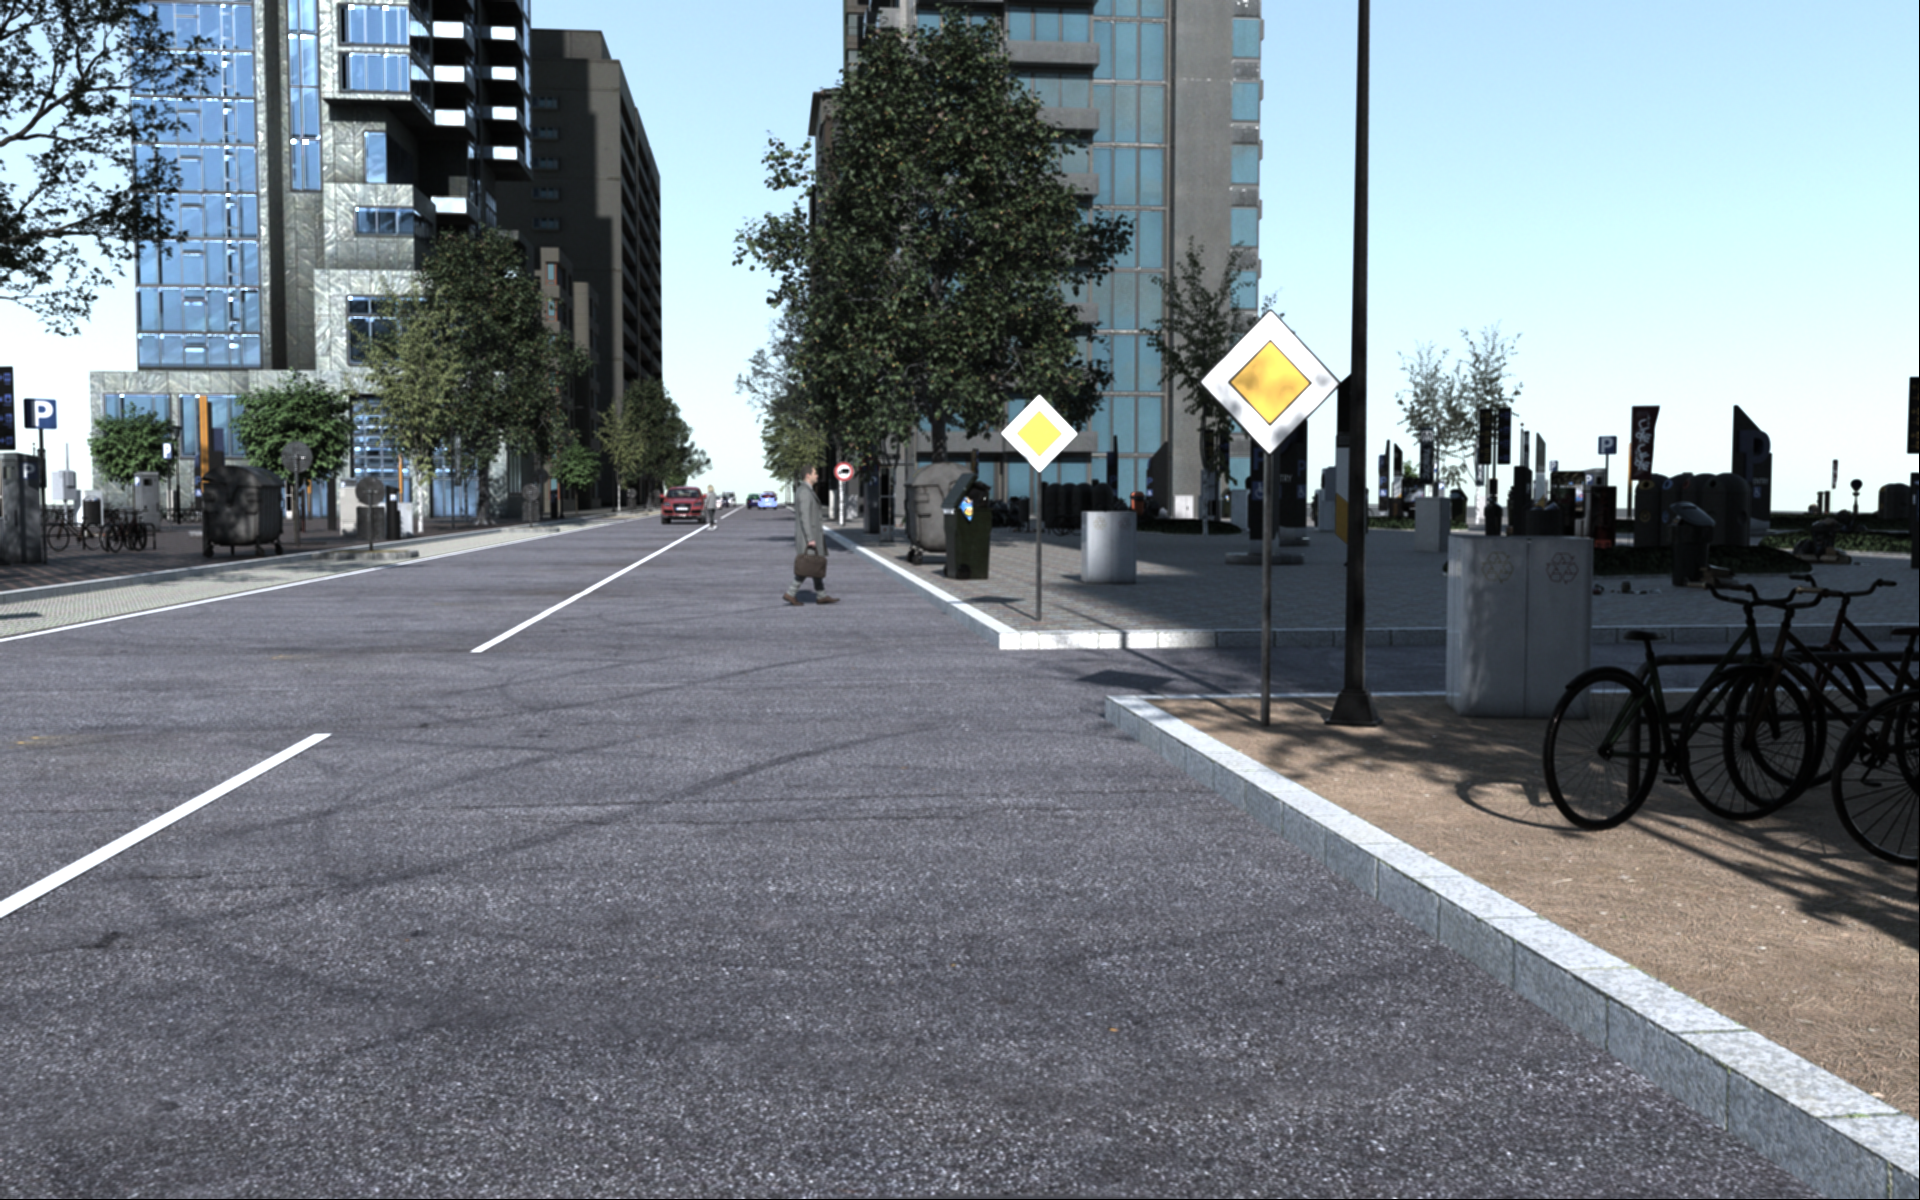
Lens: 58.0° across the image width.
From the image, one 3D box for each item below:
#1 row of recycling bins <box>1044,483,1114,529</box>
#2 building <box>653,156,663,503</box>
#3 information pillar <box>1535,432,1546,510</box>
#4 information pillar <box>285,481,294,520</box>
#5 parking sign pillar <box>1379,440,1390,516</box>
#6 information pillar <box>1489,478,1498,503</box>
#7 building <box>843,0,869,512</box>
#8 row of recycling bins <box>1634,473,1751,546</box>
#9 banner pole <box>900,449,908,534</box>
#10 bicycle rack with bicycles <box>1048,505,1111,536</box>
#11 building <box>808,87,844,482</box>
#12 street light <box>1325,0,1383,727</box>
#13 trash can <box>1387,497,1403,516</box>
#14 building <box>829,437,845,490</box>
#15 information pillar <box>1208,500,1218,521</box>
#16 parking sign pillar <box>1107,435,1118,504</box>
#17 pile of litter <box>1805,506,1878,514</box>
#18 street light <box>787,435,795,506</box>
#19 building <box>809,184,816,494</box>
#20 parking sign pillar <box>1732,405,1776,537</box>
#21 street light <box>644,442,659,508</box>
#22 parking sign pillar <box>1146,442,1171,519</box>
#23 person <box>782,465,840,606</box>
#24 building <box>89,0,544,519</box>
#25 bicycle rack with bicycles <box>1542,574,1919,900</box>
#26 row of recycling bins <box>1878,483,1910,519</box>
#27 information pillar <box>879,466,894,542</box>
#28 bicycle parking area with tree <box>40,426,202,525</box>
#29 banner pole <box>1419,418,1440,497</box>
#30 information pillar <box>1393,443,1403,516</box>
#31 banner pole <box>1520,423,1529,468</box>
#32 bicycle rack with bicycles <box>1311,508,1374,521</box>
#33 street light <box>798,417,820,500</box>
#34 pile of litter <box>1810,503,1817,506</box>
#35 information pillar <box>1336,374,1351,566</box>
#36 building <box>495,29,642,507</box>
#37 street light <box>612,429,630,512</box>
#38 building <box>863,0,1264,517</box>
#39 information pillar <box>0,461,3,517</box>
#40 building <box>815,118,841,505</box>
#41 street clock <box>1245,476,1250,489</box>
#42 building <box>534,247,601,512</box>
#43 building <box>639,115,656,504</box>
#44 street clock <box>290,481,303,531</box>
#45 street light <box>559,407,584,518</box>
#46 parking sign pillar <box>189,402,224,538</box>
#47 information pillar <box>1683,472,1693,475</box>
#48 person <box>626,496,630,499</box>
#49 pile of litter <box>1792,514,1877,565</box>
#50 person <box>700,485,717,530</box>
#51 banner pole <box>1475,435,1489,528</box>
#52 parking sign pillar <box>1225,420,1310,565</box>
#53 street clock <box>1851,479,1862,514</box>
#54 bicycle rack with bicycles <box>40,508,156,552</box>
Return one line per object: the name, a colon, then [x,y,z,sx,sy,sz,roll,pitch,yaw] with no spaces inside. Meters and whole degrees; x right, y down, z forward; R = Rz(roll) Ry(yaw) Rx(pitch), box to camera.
row of recycling bins: [4.387,-3.501,64.355,1.069,1.692,3.534,-3,4,-36]
building: [-50.777,-37.000,228.648,21.300,48.544,21.600,0,4,-6]
information pillar: [22.096,-4.565,65.985,0.504,3.616,0.183,-2,4,-35]
information pillar: [-32.909,-4.925,85.022,0.304,2.012,0.304,-1,4,-8]
parking sign pillar: [20.865,-5.915,85.182,1.447,3.967,1.447,1,4,18]
information pillar: [25.129,-4.718,81.625,0.304,2.012,0.304,-2,4,-27]
building: [-1.809,-27.357,130.878,14.154,41.232,14.086,0,4,-6]
row of recycling bins: [14.817,-1.711,35.093,1.069,1.692,3.534,0,4,-6]
banner pole: [-1.702,-3.990,55.254,0.401,3.779,0.863,0,4,-3]
bicycle rack with bicycles: [4.056,-2.512,54.451,2.925,0.926,2.852,-1,4,-10]
building: [-4.793,-38.813,223.823,28.713,52.752,27.495,0,4,-6]
street light: [1.668,-2.258,9.463,1.470,5.913,1.316,0,4,-6]
trash can: [18.636,-3.816,74.042,0.748,1.137,0.748,0,3,0]
building: [-7.389,-25.503,188.677,14.160,30.474,14.107,0,4,-6]
information pillar: [9.601,-3.749,65.793,0.304,2.012,0.304,-1,4,-16]
parking sign pillar: [6.968,-5.540,79.050,1.447,3.967,1.447,0,4,3]
pile of litter: [25.151,-2.150,49.116,1.176,0.858,1.719,-3,4,-38]
street light: [-12.707,-10.029,136.522,1.470,5.913,1.316,0,4,-6]
building: [-14.127,-36.347,244.378,14.600,45.320,14.200,0,4,-6]
parking sign pillar: [24.098,-3.929,52.710,1.447,3.967,1.447,-2,4,-28]
street light: [-27.672,-11.161,155.027,1.470,5.913,1.316,0,4,-6]
parking sign pillar: [10.075,-6.122,88.560,1.447,3.967,1.447,3,5,41]
person: [-1.920,-0.841,22.355,0.767,1.812,0.694,-1,4,-9]
building: [-36.746,-48.346,103.127,22.319,86.520,31.000,0,4,-6]
bicycle rack with bicycles: [3.624,0.418,6.556,2.925,0.926,2.852,0,4,-7]
row of recycling bins: [36.325,-3.677,67.225,1.069,1.692,3.534,2,4,23]
information pillar: [-1.950,-2.547,46.129,0.304,2.012,0.304,1,4,18]
bicycle parking area with tree: [-35.013,-5.386,75.057,9.016,4.147,8.231,-2,4,-30]
banner pole: [15.507,-4.098,57.025,0.863,3.779,0.401,-1,4,-9]
information pillar: [20.025,-5.376,79.254,0.183,3.616,0.504,-2,4,-30]
banner pole: [19.706,-4.313,60.527,0.401,3.779,0.863,0,4,-5]
bicycle rack with bicycles: [17.584,-4.068,79.889,2.925,0.926,2.852,0,4,7]
street light: [-9.112,-8.100,104.980,1.470,5.913,1.316,0,4,-6]
pile of litter: [38.914,-3.952,78.578,1.719,0.858,1.176,0,4,6]
information pillar: [6.947,-2.411,30.772,0.504,3.616,0.183,1,4,19]
building: [-46.078,-34.334,185.057,21.300,48.544,21.600,0,4,-6]
street light: [-24.167,-9.231,123.474,1.470,5.913,1.316,0,4,-6]
building: [5.518,-29.899,108.450,23.786,49.044,30.456,0,4,-6]
information pillar: [-21.328,-2.095,38.747,0.304,2.012,0.304,3,5,40]
building: [-9.071,-33.793,202.632,14.600,45.320,14.200,0,4,-6]
street clock: [11.754,-3.998,69.931,0.471,2.002,0.358,0,4,4]
building: [-43.416,-17.703,134.475,27.650,21.520,28.899,0,4,-6]
building: [-48.307,-35.645,206.502,21.300,48.544,21.600,0,4,-6]
street clock: [-22.739,-3.354,59.403,0.471,2.002,0.358,-2,4,-32]
street light: [-20.626,-7.302,91.925,1.470,5.913,1.316,0,4,-6]
parking sign pillar: [-22.123,-3.844,51.325,1.447,3.967,1.447,-2,4,-28]
information pillar: [24.689,-3.321,58.792,0.304,2.012,0.304,2,4,32]
person: [-32.706,-9.962,171.244,0.599,1.838,0.709,3,5,44]
pile of litter: [15.930,-1.105,32.035,1.176,0.858,1.719,-2,4,-30]
person: [-9.973,-3.693,69.065,0.728,1.800,0.709,3,5,44]
banner pole: [19.506,-4.561,64.586,0.863,3.779,0.401,-2,4,-31]
parking sign pillar: [5.615,-2.652,31.827,1.447,3.967,1.447,1,4,16]
street clock: [43.963,-4.918,84.980,0.471,2.002,0.358,1,4,11]
bicycle rack with bicycles: [-19.427,-1.588,39.340,2.852,0.926,2.925,1,4,9]
